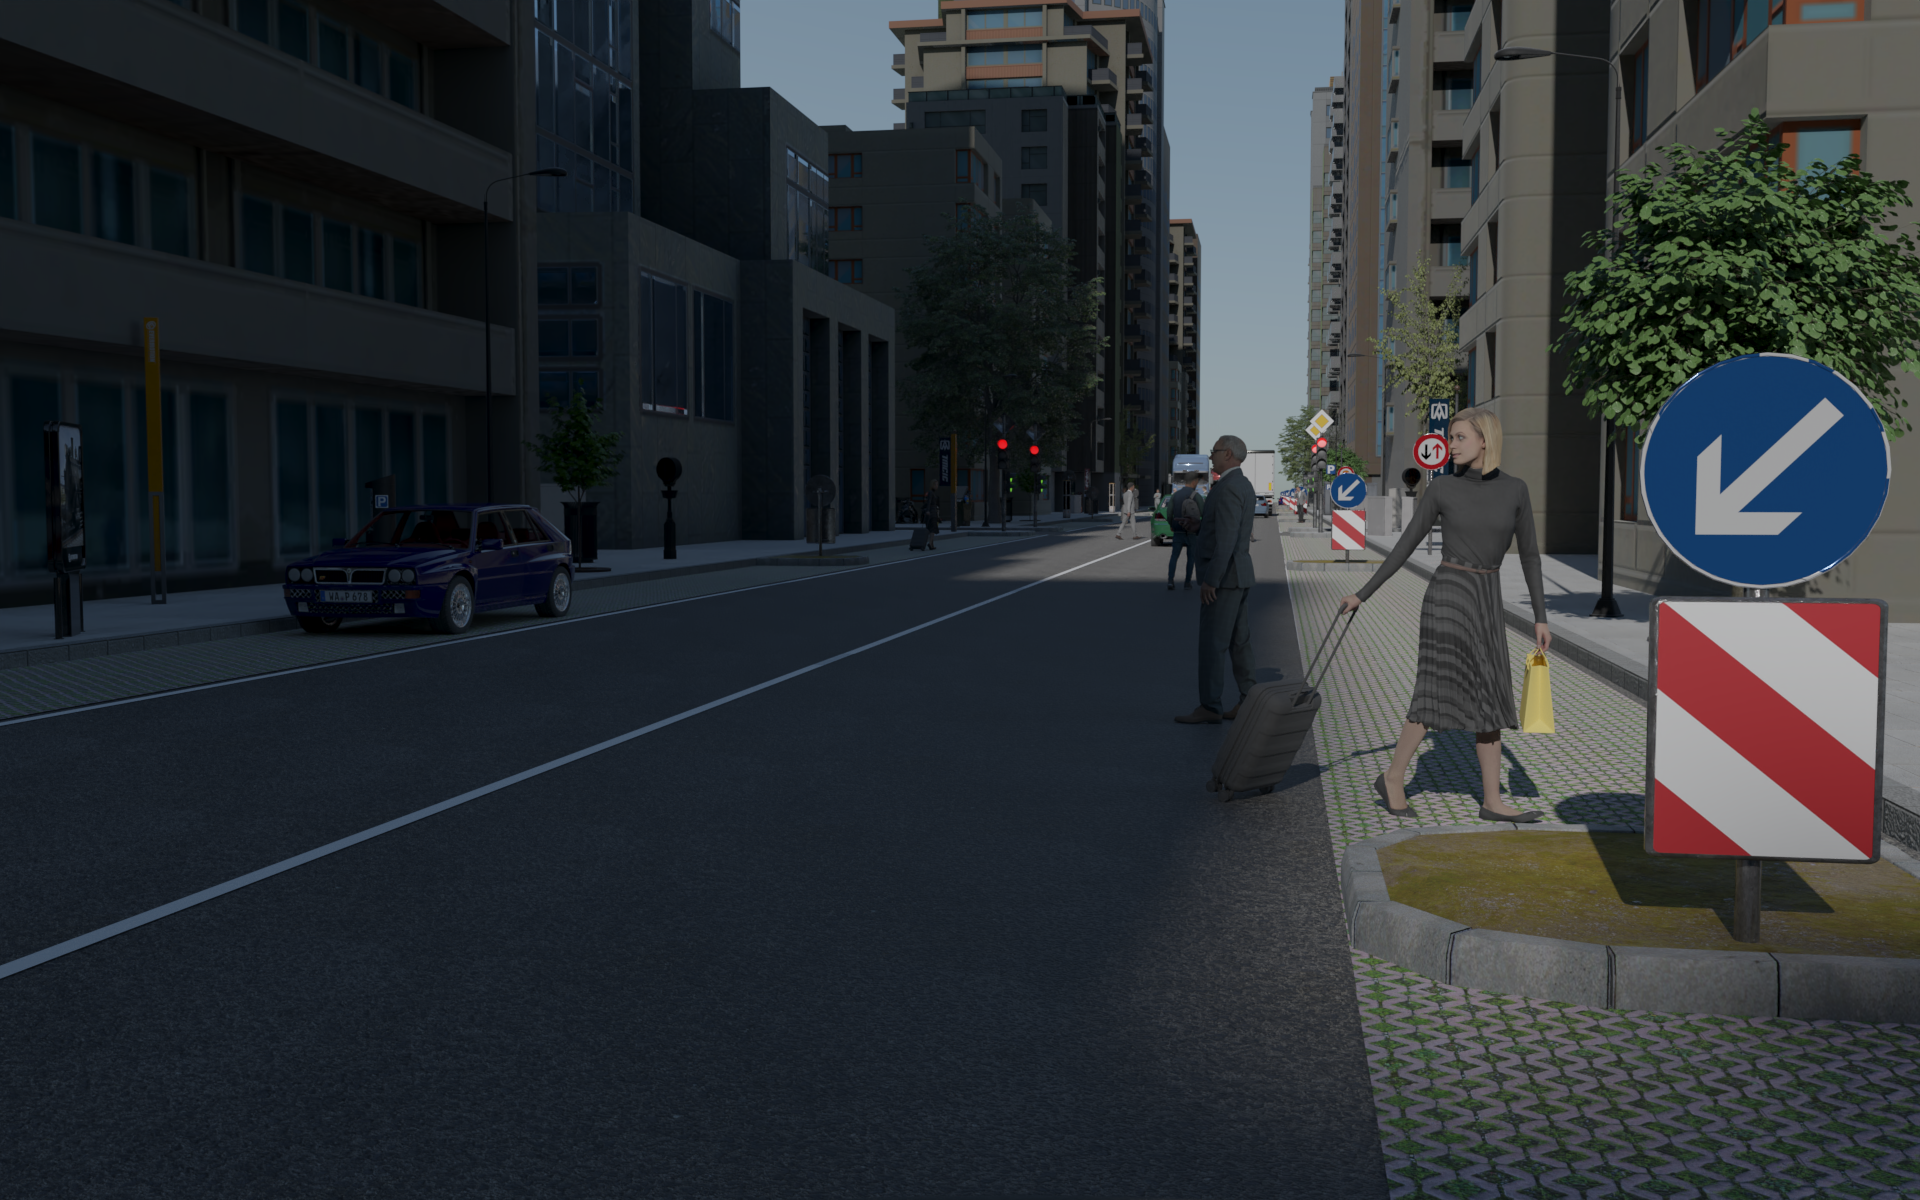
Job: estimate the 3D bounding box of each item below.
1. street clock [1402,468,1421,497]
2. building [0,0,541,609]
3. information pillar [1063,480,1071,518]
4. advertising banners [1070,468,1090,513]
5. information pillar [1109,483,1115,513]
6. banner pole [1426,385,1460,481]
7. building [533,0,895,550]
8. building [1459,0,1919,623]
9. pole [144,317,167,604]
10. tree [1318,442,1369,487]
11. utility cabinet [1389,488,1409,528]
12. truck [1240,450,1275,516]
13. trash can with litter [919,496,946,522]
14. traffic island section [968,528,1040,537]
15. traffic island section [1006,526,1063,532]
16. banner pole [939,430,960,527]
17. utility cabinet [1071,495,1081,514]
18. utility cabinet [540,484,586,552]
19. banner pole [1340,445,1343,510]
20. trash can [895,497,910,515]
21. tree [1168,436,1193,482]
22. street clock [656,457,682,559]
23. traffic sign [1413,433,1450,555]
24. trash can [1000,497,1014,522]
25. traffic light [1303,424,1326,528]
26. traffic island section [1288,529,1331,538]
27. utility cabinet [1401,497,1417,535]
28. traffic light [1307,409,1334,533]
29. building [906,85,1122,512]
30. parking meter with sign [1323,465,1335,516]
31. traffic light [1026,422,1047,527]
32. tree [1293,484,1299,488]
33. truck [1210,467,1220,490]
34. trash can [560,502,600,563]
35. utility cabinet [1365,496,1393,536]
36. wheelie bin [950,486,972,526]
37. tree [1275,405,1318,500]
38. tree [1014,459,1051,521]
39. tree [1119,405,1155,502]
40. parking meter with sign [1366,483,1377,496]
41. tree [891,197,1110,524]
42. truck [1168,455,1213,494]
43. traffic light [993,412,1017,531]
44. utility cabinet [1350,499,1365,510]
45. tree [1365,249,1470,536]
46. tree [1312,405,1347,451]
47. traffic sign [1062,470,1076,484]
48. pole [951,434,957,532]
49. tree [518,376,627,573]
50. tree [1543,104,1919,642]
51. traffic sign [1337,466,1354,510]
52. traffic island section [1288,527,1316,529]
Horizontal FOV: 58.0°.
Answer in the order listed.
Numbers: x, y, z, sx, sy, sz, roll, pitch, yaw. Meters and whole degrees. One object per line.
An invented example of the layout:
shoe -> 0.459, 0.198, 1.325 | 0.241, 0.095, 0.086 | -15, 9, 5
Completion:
street clock -> 12.404, -2.634, 47.639 | 0.471, 2.002, 0.358 | 0, 4, -5
building -> -19.898, -24.321, 21.352 | 21.300, 48.544, 21.600 | 1, 4, 10
information pillar -> 5.670, -5.356, 92.055 | 0.304, 2.012, 0.304 | -2, 4, -32
advertising banners -> 8.094, -7.389, 116.991 | 0.090, 3.025, 2.074 | 3, 5, 44
information pillar -> 10.346, -6.923, 117.685 | 0.304, 2.012, 0.304 | 2, 4, 29
banner pole -> 11.196, -3.053, 39.934 | 0.863, 3.779, 0.401 | 0, 4, 2
building -> -19.506, -45.086, 49.820 | 31.000, 86.520, 22.319 | 1, 4, 10
building -> 24.157, -11.223, 28.538 | 27.650, 21.520, 28.899 | 1, 4, 10
pole -> -9.349, -1.607, 20.118 | 0.158, 3.312, 0.155 | 0, 3, 0
tree -> 23.531, -7.556, 107.257 | 4.285, 4.588, 4.351 | 0, 3, 0
utility cabinet -> 16.435, -3.440, 64.921 | 0.318, 1.500, 1.173 | 3, 4, 38
truck -> 19.590, -7.751, 115.642 | 2.839, 4.237, 11.283 | 1, 4, 9
trash can with litter -> -1.463, -4.293, 81.255 | 1.678, 1.210, 2.233 | 3, 4, 37
traffic island section -> 1.484, -2.275, 59.481 | 2.009, 0.180, 2.903 | 1, 4, 10
traffic island section -> 2.906, -2.756, 67.339 | 2.009, 0.180, 2.903 | 1, 4, 10
banner pole -> -0.425, -4.726, 67.289 | 0.863, 3.779, 0.401 | 1, 4, 12
utility cabinet -> 7.640, -6.308, 114.299 | 0.306, 1.237, 1.020 | 2, 4, 31
utility cabinet -> -8.643, -1.750, 37.295 | 0.318, 1.500, 1.173 | 3, 5, 44
banner pole -> 19.613, -6.060, 89.100 | 0.401, 3.779, 0.863 | 1, 4, 13
trash can -> -2.608, -4.101, 78.706 | 0.748, 1.137, 0.748 | 0, 3, 0
tree -> 27.728, -16.359, 217.839 | 4.360, 8.622, 3.978 | 0, 3, 0
street clock -> -5.717, -1.805, 34.086 | 0.471, 2.002, 0.358 | 2, 4, 26
traffic sign -> 9.881, -2.216, 36.337 | 0.768, 2.556, 0.104 | 1, 4, 12
trash can -> 2.085, -4.116, 78.947 | 0.748, 1.137, 0.748 | 0, 3, 0
traffic light -> 13.389, -4.673, 65.330 | 0.839, 4.253, 0.868 | 1, 4, 10
traffic island section -> 12.004, -2.159, 57.579 | 2.009, 0.180, 2.903 | 1, 4, 10
utility cabinet -> 11.390, -2.001, 43.876 | 0.306, 1.237, 1.020 | 1, 4, 20
traffic light -> 11.967, -4.193, 57.472 | 0.839, 4.253, 0.868 | 1, 4, 10
building -> 4.170, -21.708, 126.627 | 14.160, 30.474, 14.107 | 1, 4, 10
parking meter with sign -> 22.153, -6.601, 104.194 | 0.543, 3.016, 1.738 | 0, 4, 3
traffic light -> 2.944, -4.788, 67.197 | 0.839, 4.253, 0.868 | 1, 4, 10
tree -> 56.397, -18.053, 289.772 | 1.663, 3.219, 1.824 | 0, 3, 0
truck -> 27.914, -11.954, 184.356 | 2.839, 4.237, 11.283 | 1, 4, 10
trash can -> -7.077, -1.264, 32.319 | 0.748, 1.137, 0.748 | 0, 3, 0
utility cabinet -> 12.959, -2.585, 53.427 | 0.306, 1.237, 1.020 | -1, 4, -17
wheelie bin -> 0.049, -3.738, 69.020 | 0.980, 1.594, 0.693 | 3, 4, 38
tree -> 43.912, -18.480, 220.280 | 7.486, 12.596, 7.792 | 0, 3, 0
tree -> 3.213, -5.340, 81.918 | 1.663, 3.219, 1.824 | 0, 3, 0
tree -> 13.239, -11.531, 138.898 | 4.737, 8.622, 4.395 | 0, 3, 0
parking meter with sign -> 27.553, -7.316, 115.880 | 1.738, 3.016, 0.543 | 0, 4, 0
tree -> 1.608, -10.317, 75.334 | 9.857, 13.997, 8.962 | 0, 3, 0
truck -> 16.682, -8.184, 123.563 | 2.967, 4.110, 18.799 | 1, 4, 9
traffic light -> 1.522, -4.307, 59.339 | 0.839, 4.253, 0.868 | 1, 4, 10
utility cabinet -> 18.788, -4.297, 81.410 | 1.020, 1.237, 0.306 | -3, 4, -37
tree -> 14.613, -6.272, 52.905 | 4.737, 8.622, 4.395 | 0, 3, 0
tree -> 31.260, -11.883, 144.655 | 4.360, 8.622, 3.978 | 0, 3, 0
traffic sign -> 5.802, -5.665, 92.733 | 0.768, 2.556, 0.104 | 1, 4, 20
pole -> -0.208, -3.974, 58.813 | 0.158, 3.312, 0.155 | 0, 3, 0
tree -> -6.225, -2.075, 28.521 | 1.663, 3.219, 1.824 | 0, 3, 0
tree -> 6.656, -1.892, 14.642 | 4.285, 4.588, 4.351 | 0, 3, 0
traffic sign -> 17.610, -4.831, 79.092 | 0.768, 2.556, 0.104 | 1, 4, 12
traffic island section -> 13.426, -2.640, 65.437 | 2.009, 0.180, 2.903 | 1, 4, 10
